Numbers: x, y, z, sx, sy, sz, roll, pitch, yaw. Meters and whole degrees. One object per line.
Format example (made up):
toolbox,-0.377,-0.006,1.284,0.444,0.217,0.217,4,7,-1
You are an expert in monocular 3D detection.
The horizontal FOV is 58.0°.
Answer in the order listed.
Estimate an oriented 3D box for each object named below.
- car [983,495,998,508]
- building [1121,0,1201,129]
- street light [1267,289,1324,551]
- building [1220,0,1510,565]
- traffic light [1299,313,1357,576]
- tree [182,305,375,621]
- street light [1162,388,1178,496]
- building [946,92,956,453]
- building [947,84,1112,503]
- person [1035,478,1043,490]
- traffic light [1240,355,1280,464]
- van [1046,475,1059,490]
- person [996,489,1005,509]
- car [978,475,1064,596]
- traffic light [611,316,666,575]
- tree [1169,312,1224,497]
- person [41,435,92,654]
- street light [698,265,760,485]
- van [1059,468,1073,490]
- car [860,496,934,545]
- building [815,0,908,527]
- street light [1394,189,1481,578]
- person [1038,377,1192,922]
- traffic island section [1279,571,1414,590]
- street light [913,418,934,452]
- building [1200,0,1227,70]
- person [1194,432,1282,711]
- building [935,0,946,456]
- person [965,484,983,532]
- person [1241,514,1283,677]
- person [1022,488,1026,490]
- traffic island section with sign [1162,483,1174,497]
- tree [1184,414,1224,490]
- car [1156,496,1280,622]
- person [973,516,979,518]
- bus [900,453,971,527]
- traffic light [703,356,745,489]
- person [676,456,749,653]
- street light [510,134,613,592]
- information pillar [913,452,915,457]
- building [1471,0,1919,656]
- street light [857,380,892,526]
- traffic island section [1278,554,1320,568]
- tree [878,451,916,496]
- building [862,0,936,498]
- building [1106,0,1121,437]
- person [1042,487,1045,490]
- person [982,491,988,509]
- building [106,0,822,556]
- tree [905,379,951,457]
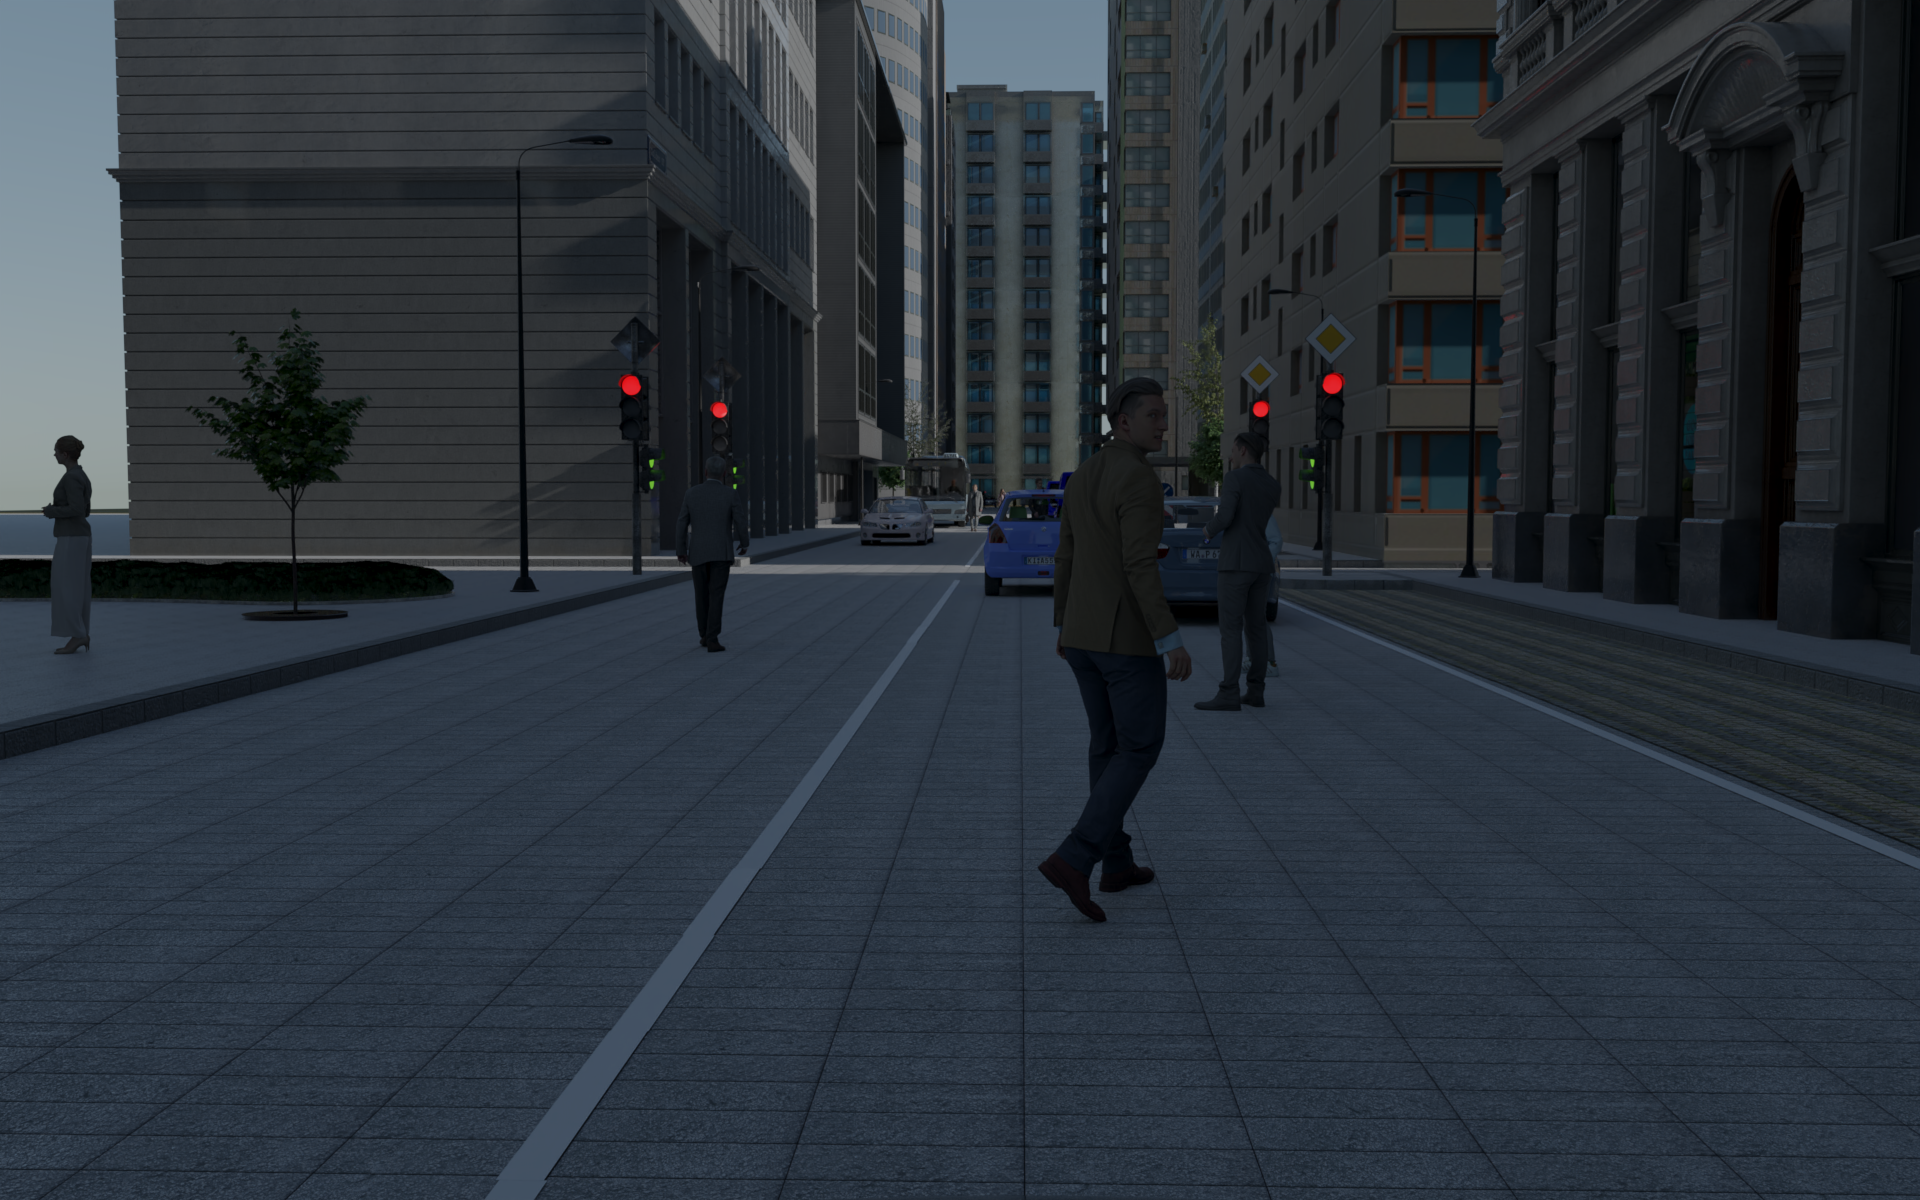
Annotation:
car,3.065,-10.476,183.868,1.945,1.354,3.894,0,4,1
building,18.608,-27.072,126.219,14.154,41.232,14.086,0,4,2
street light,7.657,-4.086,39.342,1.470,5.913,1.316,0,4,2
building,23.100,-12.293,46.026,28.899,21.520,27.650,0,4,2
traffic light,5.741,-2.332,27.056,0.839,4.253,0.868,0,4,2
tree,-6.777,-1.420,17.820,1.663,3.219,1.824,0,3,0
street light,8.839,-6.267,75.010,1.470,5.913,1.316,0,4,2
building,-7.463,-30.282,178.712,14.086,41.232,14.154,0,4,2
building,2.557,-35.832,205.456,30.456,49.044,23.786,0,4,2
person,2.115,-2.264,45.295,0.659,1.850,0.755,-1,4,-19
traffic light,6.019,-2.820,35.036,0.839,4.253,0.868,0,4,2
van,4.914,-4.736,81.814,2.240,2.365,5.245,0,4,2
person,2.442,-5.789,103.746,0.593,1.750,0.643,-1,4,-18
car,1.228,-0.982,25.648,1.945,1.707,3.694,0,4,2
traffic light,-5.115,-2.355,27.417,0.839,4.253,0.868,0,4,2
tree,10.779,-7.384,71.087,4.737,8.622,4.395,0,3,0
person,-7.250,-0.457,14.068,0.362,1.759,0.519,-1,4,-16
street light,-4.758,-3.838,35.285,1.470,5.913,1.316,0,4,2
van,3.663,-2.733,49.064,2.240,2.365,5.245,0,4,3
car,-1.764,-2.291,49.823,2.083,1.381,4.827,0,4,3
building,-10.470,-15.937,79.644,14.314,24.678,30.058,0,4,2
street light,7.299,-3.300,26.489,1.470,5.913,1.316,0,4,2
person,0.550,0.146,6.025,0.656,1.842,0.836,2,4,33
traffic island section,5.780,-0.299,27.168,2.009,0.180,2.903,0,4,2
street light,-2.285,-8.128,105.439,1.470,5.913,1.316,0,4,2
building,24.579,-23.981,83.964,32.217,40.220,23.993,0,4,2
person,1.839,-0.204,11.647,0.655,1.846,0.447,-3,5,-44
building,-8.522,-31.233,160.768,14.600,45.320,14.200,0,4,2
person,0.523,-3.523,66.210,0.694,1.812,0.767,1,4,11
person,2.328,-0.212,13.773,0.330,1.601,0.589,-1,4,-11
person,3.527,-5.471,98.130,0.526,1.800,0.537,2,4,28
traffic island section with sign,6.947,-3.168,60.420,1.989,1.847,2.006,0,4,2
tree,10.337,-5.078,66.739,4.285,4.588,4.351,0,3,0
car,2.760,-0.536,20.770,2.014,1.417,4.499,0,4,3
person,0.928,-5.710,102.110,0.529,1.795,0.600,-2,4,-27
bus,-0.922,-5.088,78.054,2.948,3.499,13.247,0,4,1
traffic light,-4.836,-2.843,35.397,0.839,4.253,0.868,0,4,2
person,-2.278,-0.435,16.014,0.661,1.777,0.834,0,4,-2
street light,-5.181,-3.059,22.554,1.470,5.913,1.316,0,4,2
information pillar,-2.597,-6.489,97.455,0.183,3.616,0.504,0,4,3
building,12.518,-11.454,16.148,11.050,23.489,19.941,0,4,2
street light,-3.451,-5.983,70.360,1.470,5.913,1.316,0,4,2
traffic island section,6.059,-0.787,35.148,2.009,0.180,2.903,0,4,2
tree,-3.998,-7.287,102.857,4.285,4.588,4.351,0,3,0
building,-12.912,-35.603,124.102,21.231,58.520,28.212,0,4,2
building,26.537,-34.127,147.215,28.713,52.752,27.495,0,4,2
person,3.964,-4.667,85.070,0.793,1.790,0.793,1,4,8
person,2.421,-9.921,171.421,1.217,1.735,0.721,3,5,39
building,-11.220,-16.644,49.622,11.434,29.767,29.804,0,4,2
tree,-2.766,-9.689,108.778,4.360,8.622,3.978,0,3,0
